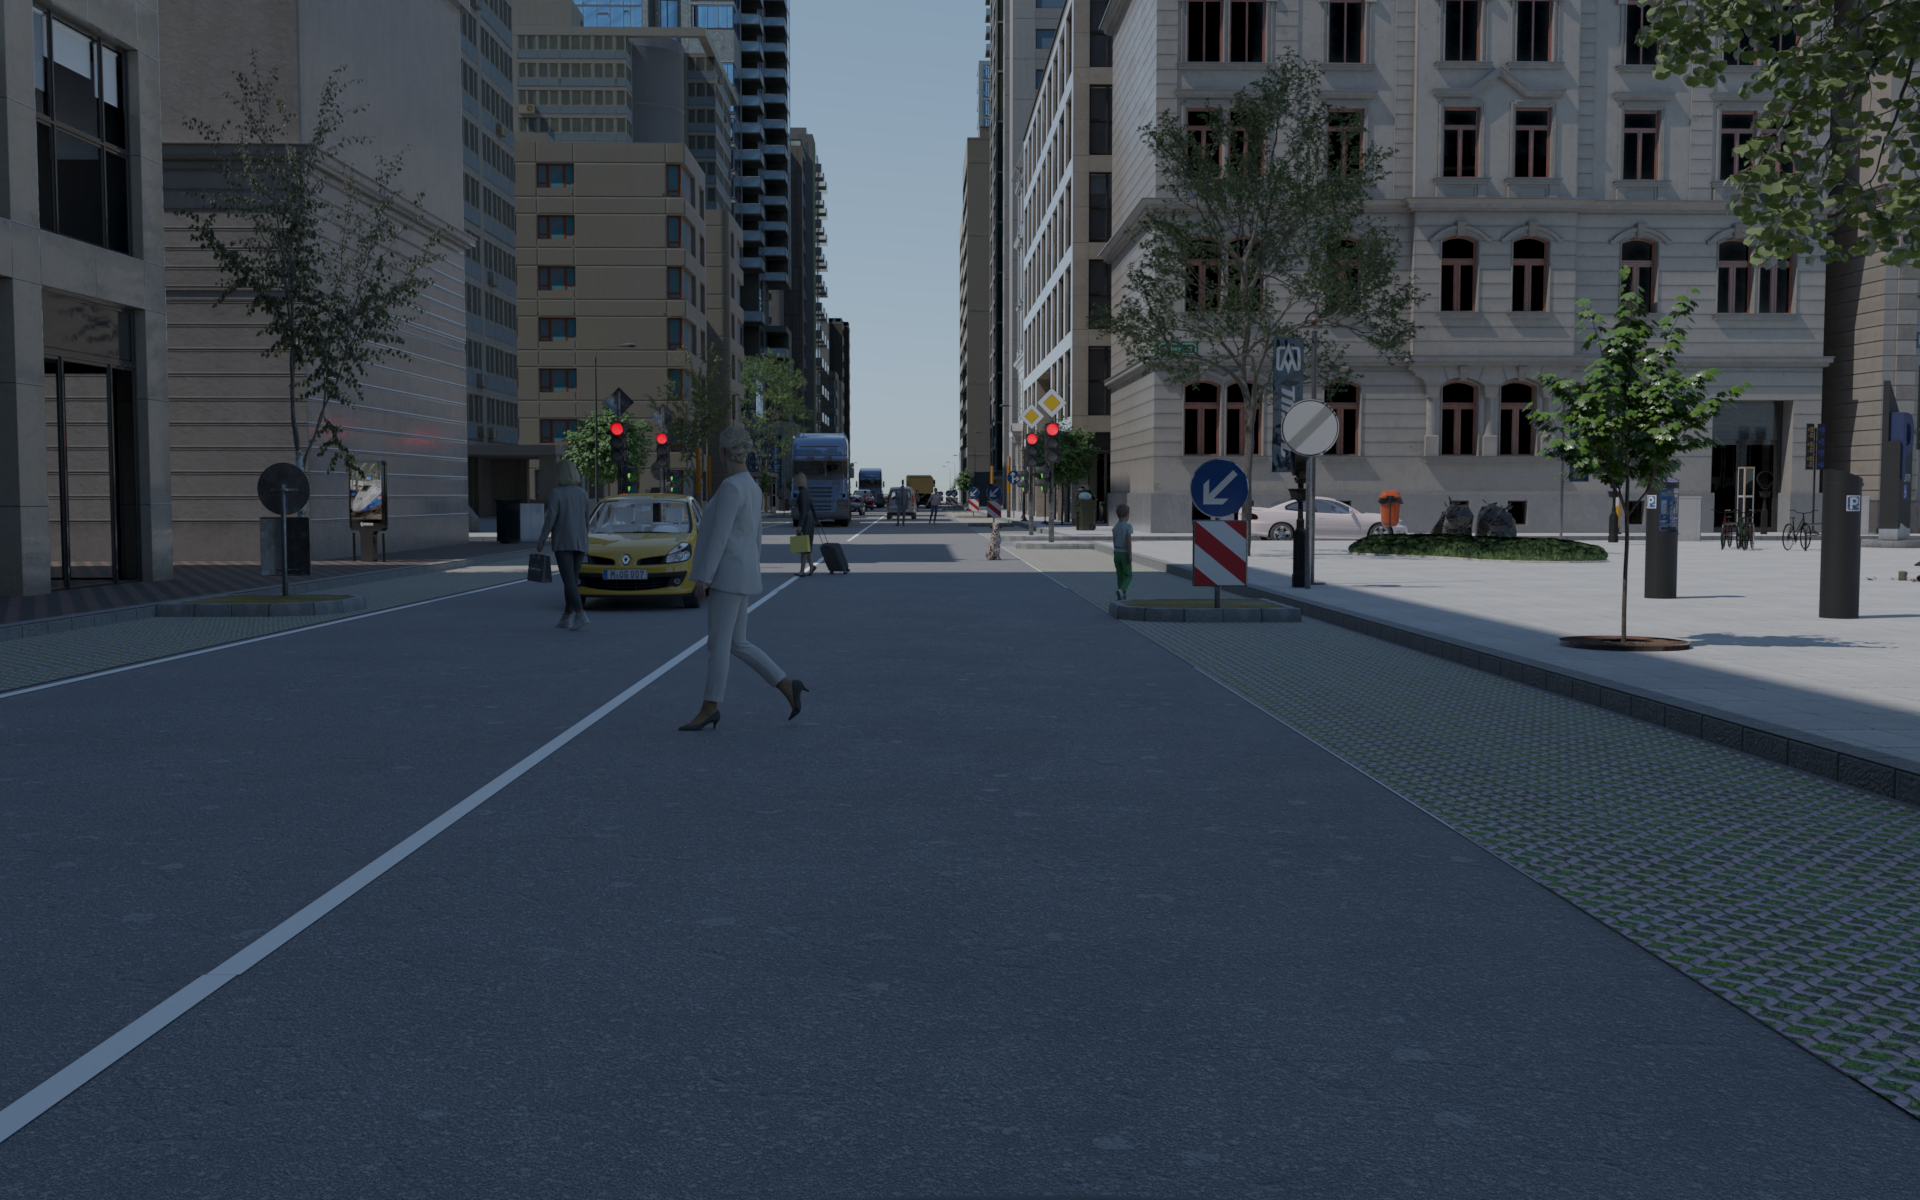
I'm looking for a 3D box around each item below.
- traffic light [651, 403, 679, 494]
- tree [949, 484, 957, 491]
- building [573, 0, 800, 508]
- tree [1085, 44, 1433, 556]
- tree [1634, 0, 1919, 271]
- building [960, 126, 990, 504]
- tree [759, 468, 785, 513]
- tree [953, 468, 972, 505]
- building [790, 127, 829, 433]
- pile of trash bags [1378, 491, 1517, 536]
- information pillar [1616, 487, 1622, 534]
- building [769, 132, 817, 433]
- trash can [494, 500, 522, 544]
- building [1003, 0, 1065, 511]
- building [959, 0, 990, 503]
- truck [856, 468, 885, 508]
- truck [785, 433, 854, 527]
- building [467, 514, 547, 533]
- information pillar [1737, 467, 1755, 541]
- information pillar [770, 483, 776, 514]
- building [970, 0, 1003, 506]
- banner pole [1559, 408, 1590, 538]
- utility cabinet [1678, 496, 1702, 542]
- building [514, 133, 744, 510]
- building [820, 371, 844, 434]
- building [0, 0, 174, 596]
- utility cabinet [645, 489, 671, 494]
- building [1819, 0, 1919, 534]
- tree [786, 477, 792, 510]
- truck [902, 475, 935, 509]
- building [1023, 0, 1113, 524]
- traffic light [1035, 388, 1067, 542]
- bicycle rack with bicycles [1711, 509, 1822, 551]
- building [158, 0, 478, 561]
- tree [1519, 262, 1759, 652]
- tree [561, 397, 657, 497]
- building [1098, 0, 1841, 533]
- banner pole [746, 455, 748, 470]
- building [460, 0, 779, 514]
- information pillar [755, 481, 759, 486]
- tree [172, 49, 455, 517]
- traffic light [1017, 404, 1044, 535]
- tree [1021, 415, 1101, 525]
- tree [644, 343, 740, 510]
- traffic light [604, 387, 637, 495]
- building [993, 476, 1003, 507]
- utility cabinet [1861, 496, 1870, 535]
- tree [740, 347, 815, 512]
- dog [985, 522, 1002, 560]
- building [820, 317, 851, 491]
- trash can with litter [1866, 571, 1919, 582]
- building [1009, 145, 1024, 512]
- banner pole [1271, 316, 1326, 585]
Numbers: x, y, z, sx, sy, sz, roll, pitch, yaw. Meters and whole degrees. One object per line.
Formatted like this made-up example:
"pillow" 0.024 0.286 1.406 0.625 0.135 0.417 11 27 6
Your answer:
"traffic light" -9.153 -3.954 53.574 0.839 4.253 0.868 0 4 -1
"tree" -0.910 -17.054 273.426 1.663 3.219 1.824 0 3 0
"building" -26.413 -52.224 166.531 22.319 86.520 31.000 0 4 -1
"tree" 6.199 -6.182 35.494 7.601 10.594 8.767 -1 4 -17
"tree" 6.569 -5.437 7.023 7.486 12.596 7.792 0 3 0
"building" 11.268 -36.750 224.563 21.300 48.544 21.600 0 4 -1
"tree" -13.408 -7.575 118.450 1.663 3.219 1.824 0 3 0
"tree" 0.730 -13.983 212.335 4.285 4.588 4.351 0 3 0
"building" -28.801 -37.172 227.365 23.786 49.044 30.456 0 4 -1
"pile of trash bags" 12.408 -2.103 44.129 3.447 1.369 1.912 1 4 15
"information pillar" 20.992 -3.901 55.136 0.183 3.616 0.504 2 4 32
"building" -23.268 -31.032 190.963 14.154 41.232 14.086 0 4 -1
"trash can" -11.714 -2.035 44.927 0.748 1.137 0.748 0 3 0
"building" 14.097 -36.877 144.943 21.231 58.520 28.212 0 4 -1
"building" 11.398 -57.325 249.927 22.319 86.520 31.000 0 4 -1
"truck" -9.442 -12.020 186.290 2.967 4.110 18.799 0 4 -1
"truck" -6.475 -5.684 82.692 2.967 4.110 18.799 0 4 -3
"building" -30.398 -22.797 64.614 32.217 40.220 23.993 0 4 -1
"information pillar" 21.360 -2.606 47.099 0.304 2.012 0.304 -1 4 -10
"information pillar" -12.299 -6.691 113.894 0.304 2.012 0.304 -2 4 -31
"building" 11.755 -46.152 192.836 20.563 71.187 20.611 0 4 -1
"banner pole" 15.280 -3.255 43.232 0.863 3.779 0.401 1 4 21
"utility cabinet" 19.571 -2.195 47.053 1.020 1.237 0.306 1 4 15
"building" -27.732 -15.572 99.645 27.650 21.520 28.899 0 4 -1
"building" -31.660 -25.243 257.764 27.650 21.520 28.899 0 4 -1
"building" -21.014 -12.450 8.080 19.350 26.468 34.151 0 4 -1
"utility cabinet" -14.126 -4.424 81.019 1.173 1.500 0.318 1 4 17
"building" 41.556 -16.132 61.021 25.104 27.353 12.463 0 4 -1
"tree" -13.613 -9.015 142.004 1.663 3.219 1.824 0 3 0
"truck" -4.073 -10.852 173.349 3.469 3.379 9.791 0 4 -3
"building" 13.997 -17.551 91.476 19.350 26.468 34.151 0 4 -1
"traffic light" 2.407 -3.485 45.895 0.839 4.253 0.868 0 4 -1
"bicycle rack with bicycles" 18.597 -1.629 40.009 2.852 0.926 2.925 3 4 38
"building" -24.079 -11.998 37.965 24.055 21.916 13.314 0 4 -1
"tree" 5.596 -1.226 14.644 1.663 3.219 1.824 0 3 0
"tree" -11.777 -4.576 58.527 4.285 4.588 4.351 0 3 0
"building" 17.187 -16.809 62.211 23.554 28.519 14.401 0 4 -1
"banner pole" -13.662 -7.394 110.905 0.401 3.779 0.863 -1 4 -14
"building" -31.364 -27.397 139.815 32.217 40.220 23.993 0 4 -1
"information pillar" -11.885 -5.879 100.617 0.304 2.012 0.304 1 4 11
"tree" -11.118 -4.851 29.671 4.360 8.622 3.978 0 3 0
"traffic light" 2.204 -3.973 53.878 0.839 4.253 0.868 0 4 -1
"tree" 4.163 -5.384 71.749 4.285 4.588 4.351 0 3 0
"tree" -12.715 -8.136 83.390 4.737 8.622 4.395 0 3 0
"traffic light" -8.950 -3.466 45.592 0.839 4.253 0.868 0 4 -1
"building" 19.383 -29.347 171.698 32.217 40.220 23.993 0 4 -1
"utility cabinet" 28.706 -2.681 55.002 0.306 1.237 1.020 2 4 27
"tree" -14.088 -12.116 123.852 9.928 11.665 9.643 0 3 0
"dog" 0.630 -1.269 37.578 0.800 0.831 0.513 -2 4 -34
"building" -24.969 -31.035 279.130 14.160 30.474 14.107 0 4 -1
"trash can with litter" 14.496 -0.867 25.231 2.233 1.210 1.678 3 5 43
"building" 10.684 -20.366 118.880 13.634 28.700 20.117 0 4 -1
"banner pole" 4.776 -2.107 24.466 0.863 3.779 0.401 -1 4 -13
